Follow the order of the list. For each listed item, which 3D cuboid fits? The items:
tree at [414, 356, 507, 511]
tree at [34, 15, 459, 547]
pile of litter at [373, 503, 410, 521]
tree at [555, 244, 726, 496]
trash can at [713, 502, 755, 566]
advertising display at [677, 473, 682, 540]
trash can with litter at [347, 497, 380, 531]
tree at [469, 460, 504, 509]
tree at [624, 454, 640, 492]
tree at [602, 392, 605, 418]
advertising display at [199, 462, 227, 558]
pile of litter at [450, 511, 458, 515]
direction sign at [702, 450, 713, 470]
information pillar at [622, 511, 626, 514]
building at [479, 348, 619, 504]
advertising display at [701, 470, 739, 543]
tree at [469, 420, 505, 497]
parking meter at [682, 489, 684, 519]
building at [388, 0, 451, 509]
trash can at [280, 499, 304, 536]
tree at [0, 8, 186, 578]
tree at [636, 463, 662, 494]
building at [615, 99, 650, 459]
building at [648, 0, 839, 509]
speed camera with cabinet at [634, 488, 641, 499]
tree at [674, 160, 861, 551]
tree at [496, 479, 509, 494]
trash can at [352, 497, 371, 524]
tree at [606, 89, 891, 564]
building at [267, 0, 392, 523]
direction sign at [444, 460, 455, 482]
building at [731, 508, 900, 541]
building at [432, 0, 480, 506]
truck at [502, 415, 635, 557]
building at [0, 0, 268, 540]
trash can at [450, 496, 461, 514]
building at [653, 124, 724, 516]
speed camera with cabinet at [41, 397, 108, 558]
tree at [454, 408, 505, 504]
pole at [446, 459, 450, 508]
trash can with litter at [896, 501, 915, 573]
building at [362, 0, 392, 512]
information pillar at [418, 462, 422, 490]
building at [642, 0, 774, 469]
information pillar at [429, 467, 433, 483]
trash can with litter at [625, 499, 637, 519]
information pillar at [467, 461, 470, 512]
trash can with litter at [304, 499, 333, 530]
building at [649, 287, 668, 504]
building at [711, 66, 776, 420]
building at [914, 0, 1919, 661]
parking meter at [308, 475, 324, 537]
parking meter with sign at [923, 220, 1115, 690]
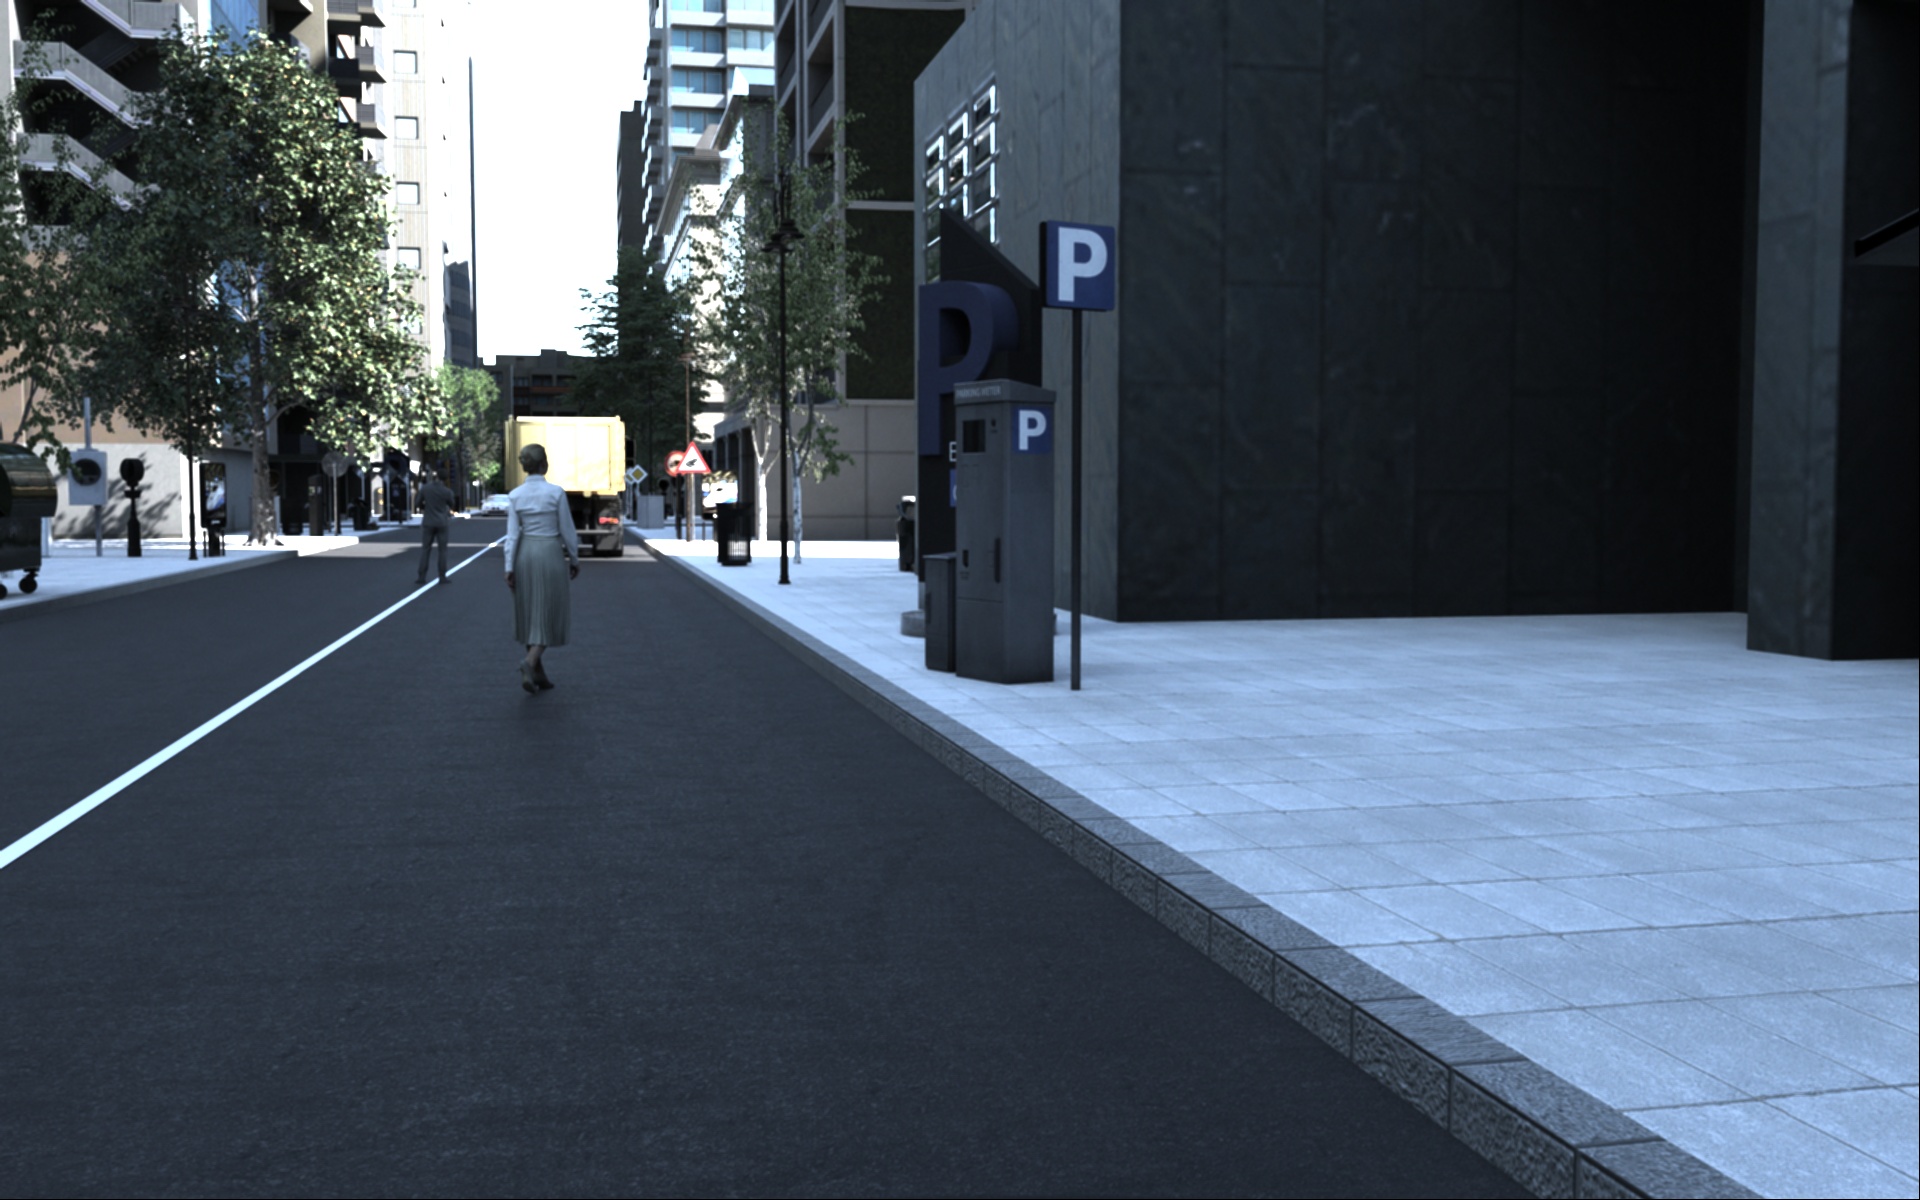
[{"bbox_3d":[-38.135,-12.605,131.847,9.928,11.665,9.643,0,3,0],"label":"tree"},{"bbox_3d":[-17.198,-7.648,42.059,9.611,12.733,9.660,0,3,0],"label":"tree"},{"bbox_3d":[-26.894,-4.139,81.639,1.719,0.858,1.176,0,4,1],"label":"pile of litter"},{"bbox_3d":[-14.634,-9.875,79.581,7.486,12.596,7.792,0,3,0],"label":"tree"},{"bbox_3d":[-4.032,-1.179,30.925,0.748,1.137,0.748,0,3,0],"label":"trash can"},{"bbox_3d":[-7.968,-2.690,49.190,0.123,1.923,0.974,0,4,-8],"label":"advertising display"},{"bbox_3d":[-20.810,-3.002,60.471,0.624,1.170,1.055,2,4,24],"label":"trash can with litter"},{"bbox_3d":[-41.311,-10.231,150.995,4.285,4.588,4.351,0,3,0],"label":"tree"},{"bbox_3d":[-23.103,-8.327,119.862,4.285,4.588,4.351,0,3,0],"label":"tree"},{"bbox_3d":[-18.691,-8.976,97.113,4.737,8.622,4.395,0,3,0],"label":"tree"},{"bbox_3d":[-15.259,-1.846,35.393,0.123,1.923,0.974,0,4,1],"label":"advertising display"},{"bbox_3d":[-30.763,-5.515,104.142,1.176,0.858,1.719,0,4,-6],"label":"pile of litter"},{"bbox_3d":[-13.009,-5.947,89.227,0.379,3.537,0.876,2,4,27],"label":"direction sign"},{"bbox_3d":[-24.750,-7.455,126.387,0.304,2.012,0.304,0,4,5],"label":"information pillar"},{"bbox_3d":[-57.327,-24.498,245.583,28.899,21.520,27.650,-1,4,-13],"label":"building"},{"bbox_3d":[-6.326,-2.472,45.637,0.974,1.923,0.123,-1,4,-15],"label":"advertising display"},{"bbox_3d":[-44.150,-12.960,162.251,4.737,8.622,4.395,0,3,0],"label":"tree"},{"bbox_3d":[-14.553,-5.004,90.224,0.372,1.533,0.369,0,3,0],"label":"parking meter"},{"bbox_3d":[-60.445,-34.608,155.083,28.713,52.752,27.495,-1,4,-13],"label":"building"},{"bbox_3d":[-20.686,-2.569,53.649,0.748,1.137,0.748,0,3,0],"label":"trash can"},{"bbox_3d":[-14.289,-4.638,26.189,4.737,8.622,4.395,0,3,0],"label":"tree"},{"bbox_3d":[-16.796,-6.004,92.762,1.663,3.219,1.824,0,3,0],"label":"tree"},{"bbox_3d":[-30.689,-35.939,211.296,21.300,48.544,21.600,-1,4,-13],"label":"building"},{"bbox_3d":[-25.454,-45.979,190.002,20.563,71.187,20.611,-1,4,-13],"label":"building"},{"bbox_3d":[-26.893,-9.155,144.021,0.660,3.252,2.038,0,4,4],"label":"speed camera with cabinet"},{"bbox_3d":[-4.366,-5.387,38.437,4.360,8.622,3.978,0,3,0],"label":"tree"},{"bbox_3d":[-47.944,-11.388,180.790,1.663,3.219,1.824,0,3,0],"label":"tree"},{"bbox_3d":[-25.603,-3.822,74.145,0.748,1.137,0.748,0,3,0],"label":"trash can"},{"bbox_3d":[-3.111,-4.959,31.439,4.737,8.622,4.395,0,3,0],"label":"tree"},{"bbox_3d":[-40.495,-26.349,85.435,22.147,44.769,28.867,-1,4,-13],"label":"building"},{"bbox_3d":[-34.335,-7.594,116.164,0.876,3.537,0.379,-1,4,-17],"label":"direction sign"},{"bbox_3d":[3.494,-37.509,51.517,20.563,71.187,20.611,-1,4,-13],"label":"building"},{"bbox_3d":[-62.658,-39.199,182.900,21.231,58.520,28.212,-1,4,-13],"label":"building"},{"bbox_3d":[-9.643,-2.854,42.595,3.469,3.379,9.791,-1,4,-12],"label":"truck"},{"bbox_3d":[-30.127,-24.656,53.232,14.200,45.320,14.600,-1,4,-13],"label":"building"},{"bbox_3d":[-31.879,-5.972,109.290,0.748,1.137,0.748,0,3,0],"label":"trash can"},{"bbox_3d":[-11.627,-17.305,116.226,16.112,22.955,30.059,-1,4,-13],"label":"building"},{"bbox_3d":[-18.437,-2.493,35.104,2.038,3.252,0.660,-1,4,-20],"label":"speed camera with cabinet"},{"bbox_3d":[-40.201,-11.929,145.397,4.360,8.622,3.978,0,3,0],"label":"tree"},{"bbox_3d":[-29.787,-6.540,100.770,0.158,3.312,0.155,0,3,0],"label":"pole"},{"bbox_3d":[-0.652,-1.052,28.589,0.624,1.170,1.055,-2,4,-24],"label":"trash can with litter"},{"bbox_3d":[-47.446,-26.733,120.671,14.154,41.232,14.086,-1,4,-13],"label":"building"},{"bbox_3d":[-39.011,-8.187,125.216,0.183,3.616,0.504,0,4,4],"label":"information pillar"},{"bbox_3d":[-18.718,-33.423,166.066,23.786,49.044,30.456,-1,4,-13],"label":"building"},{"bbox_3d":[-43.958,-9.322,143.769,0.504,3.616,0.183,1,4,14],"label":"information pillar"},{"bbox_3d":[-16.544,-4.689,88.044,1.055,1.170,0.624,1,4,21],"label":"trash can with litter"},{"bbox_3d":[-34.466,-7.951,121.359,0.183,3.616,0.504,-1,4,-14],"label":"information pillar"},{"bbox_3d":[-22.687,-3.052,61.295,0.624,1.170,1.055,0,4,6],"label":"trash can with litter"},{"bbox_3d":[-19.989,-16.857,140.231,10.561,19.102,19.286,-1,4,-13],"label":"building"},{"bbox_3d":[5.337,-16.495,88.779,34.723,24.649,14.460,-1,4,-13],"label":"building"},{"bbox_3d":[13.549,-42.785,12.201,22.319,86.520,31.000,-1,4,-13],"label":"building"},{"bbox_3d":[-19.276,-2.820,51.823,0.255,1.863,0.399,1,4,15],"label":"parking meter"},{"bbox_3d":[0.320,-0.960,11.953,0.543,3.016,1.738,-2,4,-32],"label":"parking meter with sign"}]
